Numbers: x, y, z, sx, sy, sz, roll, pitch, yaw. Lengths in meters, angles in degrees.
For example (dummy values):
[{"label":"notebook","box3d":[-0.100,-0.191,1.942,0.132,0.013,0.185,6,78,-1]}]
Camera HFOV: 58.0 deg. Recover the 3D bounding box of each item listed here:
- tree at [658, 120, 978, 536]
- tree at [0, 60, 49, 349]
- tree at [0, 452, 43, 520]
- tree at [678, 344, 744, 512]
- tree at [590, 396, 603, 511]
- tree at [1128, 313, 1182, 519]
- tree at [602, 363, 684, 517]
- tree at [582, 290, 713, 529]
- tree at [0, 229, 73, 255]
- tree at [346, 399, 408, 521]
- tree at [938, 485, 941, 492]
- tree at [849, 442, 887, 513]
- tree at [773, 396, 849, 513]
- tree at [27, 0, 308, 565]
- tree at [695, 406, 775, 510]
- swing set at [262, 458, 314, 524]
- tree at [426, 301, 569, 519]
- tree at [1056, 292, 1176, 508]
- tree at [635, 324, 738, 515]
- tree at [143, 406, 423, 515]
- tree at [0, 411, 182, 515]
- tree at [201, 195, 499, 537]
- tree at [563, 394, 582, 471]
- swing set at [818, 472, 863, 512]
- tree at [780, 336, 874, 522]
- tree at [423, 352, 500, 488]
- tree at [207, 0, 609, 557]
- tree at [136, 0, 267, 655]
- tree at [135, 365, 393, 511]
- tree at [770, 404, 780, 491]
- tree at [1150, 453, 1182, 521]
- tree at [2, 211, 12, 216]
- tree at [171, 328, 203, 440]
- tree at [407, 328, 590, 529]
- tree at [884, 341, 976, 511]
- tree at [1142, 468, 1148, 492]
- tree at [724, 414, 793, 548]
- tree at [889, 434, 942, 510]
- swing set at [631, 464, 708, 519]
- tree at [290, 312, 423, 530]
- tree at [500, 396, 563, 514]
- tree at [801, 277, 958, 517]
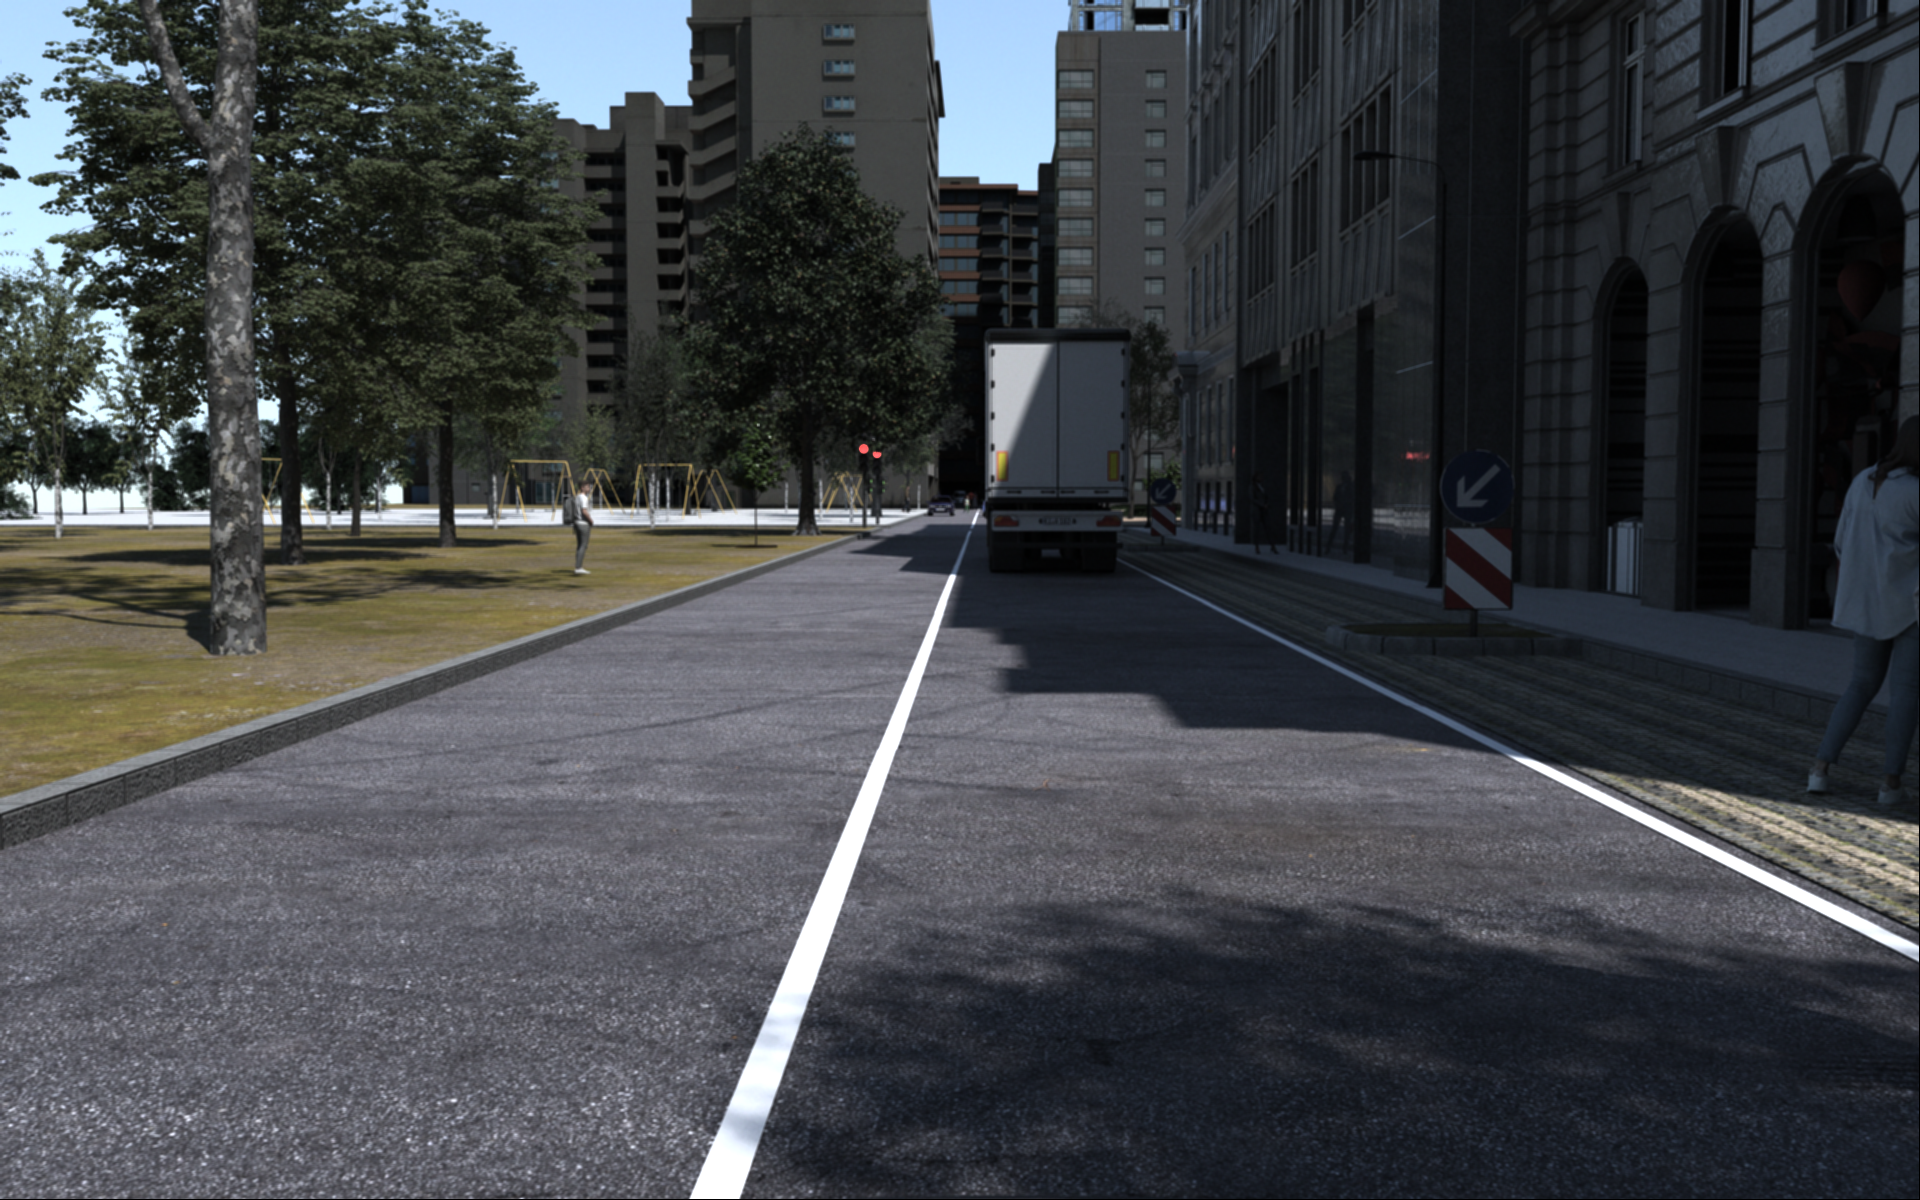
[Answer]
[{"label":"tree","box3d":[-4.679,-8.356,53.625,9.611,12.733,9.660,0,3,0]},{"label":"tree","box3d":[-23.467,-7.813,34.398,9.857,13.997,8.962,0,3,0]},{"label":"tree","box3d":[-55.611,-11.118,83.602,13.155,14.587,18.604,3,5,41]},{"label":"tree","box3d":[-18.018,-12.606,124.241,7.486,12.596,7.792,0,3,0]},{"label":"tree","box3d":[-27.765,-10.938,129.205,4.737,8.622,4.395,0,3,0]},{"label":"tree","box3d":[9.112,-9.462,89.116,7.601,10.594,8.767,2,4,28]},{"label":"tree","box3d":[-17.012,-8.994,97.419,4.737,8.622,4.395,0,3,0]},{"label":"tree","box3d":[-11.235,-6.903,63.234,4.360,8.622,3.978,0,3,0]},{"label":"tree","box3d":[-26.417,-6.102,50.129,4.737,8.622,4.395,0,3,0]},{"label":"tree","box3d":[-27.596,-8.057,82.096,4.737,8.622,4.395,0,3,0]},{"label":"tree","box3d":[-3.015,-12.220,194.399,1.663,3.219,1.824,0,3,0]},{"label":"tree","box3d":[-9.035,-11.508,138.525,4.737,8.622,4.395,0,3,0]},{"label":"tree","box3d":[-9.861,-9.508,105.823,4.737,8.622,4.395,0,3,0]},{"label":"tree","box3d":[-12.486,-6.896,30.873,7.486,12.596,7.792,0,3,0]},{"label":"tree","box3d":[-19.147,-14.060,140.249,12.009,13.543,11.850,0,3,0]},{"label":"swing set","box3d":[-30.532,-4.793,75.988,2.862,2.851,3.119,1,4,13]},{"label":"tree","box3d":[-24.192,-10.023,89.624,9.928,11.665,9.643,0,3,0]},{"label":"tree","box3d":[8.930,-11.904,104.994,12.009,13.543,11.850,0,3,0]},{"label":"tree","box3d":[-16.477,-10.987,105.385,9.928,11.665,9.643,0,3,0]},{"label":"tree","box3d":[-41.590,-8.974,109.639,11.467,7.101,20.602,0,4,-5]},{"label":"tree","box3d":[-57.600,-8.937,109.020,11.467,7.101,20.602,-1,4,-13]},{"label":"tree","box3d":[-18.102,-7.166,51.579,8.767,10.594,7.601,-2,4,-25]},{"label":"tree","box3d":[-28.677,-10.438,121.025,4.360,8.622,3.978,0,3,0]},{"label":"swing set","box3d":[-8.391,-7.635,122.444,2.862,2.851,3.119,-1,4,-16]},{"label":"tree","box3d":[-5.050,-7.821,78.233,4.360,8.622,3.978,0,3,0]},{"label":"tree","box3d":[-23.173,-7.710,76.417,4.360,8.622,3.978,0,3,0]},{"label":"tree","box3d":[-11.878,-7.527,41.190,7.486,12.596,7.792,0,3,0]},{"label":"tree","box3d":[-6.311,-9.717,14.766,12.611,20.169,13.585,0,3,0]},{"label":"tree","box3d":[-53.209,-14.173,133.555,18.604,14.587,13.155,-1,4,-11]},{"label":"tree","box3d":[-6.677,-8.283,85.784,4.360,8.622,3.978,0,3,0]},{"label":"tree","box3d":[10.143,-5.332,81.772,1.663,3.219,1.824,0,3,0]},{"label":"tree","box3d":[-24.606,-5.688,43.364,4.737,8.622,4.395,0,3,0]},{"label":"tree","box3d":[-28.919,-6.808,61.673,4.737,8.622,4.395,0,3,0]},{"label":"tree","box3d":[-16.758,-6.894,63.086,4.737,8.622,4.395,0,3,0]},{"label":"tree","box3d":[-4.022,-13.421,129.807,12.009,13.543,11.850,0,3,0]},{"label":"tree","box3d":[12.531,-7.166,111.770,1.663,3.219,1.824,0,3,0]},{"label":"tree","box3d":[-4.800,-2.883,41.735,1.663,3.219,1.824,0,3,0]},{"label":"tree","box3d":[-3.462,-11.836,143.875,4.737,8.622,4.395,0,3,0]},{"label":"swing set","box3d":[-15.395,-5.732,91.332,3.119,2.851,2.862,1,4,10]},{"label":"tree","box3d":[-22.374,-6.808,61.671,4.360,8.622,3.978,0,3,0]},{"label":"tree","box3d":[-29.185,-9.961,113.222,4.360,8.622,3.978,0,3,0]},{"label":"tree","box3d":[-4.750,-11.578,95.951,9.857,13.997,8.962,0,3,0]}]
